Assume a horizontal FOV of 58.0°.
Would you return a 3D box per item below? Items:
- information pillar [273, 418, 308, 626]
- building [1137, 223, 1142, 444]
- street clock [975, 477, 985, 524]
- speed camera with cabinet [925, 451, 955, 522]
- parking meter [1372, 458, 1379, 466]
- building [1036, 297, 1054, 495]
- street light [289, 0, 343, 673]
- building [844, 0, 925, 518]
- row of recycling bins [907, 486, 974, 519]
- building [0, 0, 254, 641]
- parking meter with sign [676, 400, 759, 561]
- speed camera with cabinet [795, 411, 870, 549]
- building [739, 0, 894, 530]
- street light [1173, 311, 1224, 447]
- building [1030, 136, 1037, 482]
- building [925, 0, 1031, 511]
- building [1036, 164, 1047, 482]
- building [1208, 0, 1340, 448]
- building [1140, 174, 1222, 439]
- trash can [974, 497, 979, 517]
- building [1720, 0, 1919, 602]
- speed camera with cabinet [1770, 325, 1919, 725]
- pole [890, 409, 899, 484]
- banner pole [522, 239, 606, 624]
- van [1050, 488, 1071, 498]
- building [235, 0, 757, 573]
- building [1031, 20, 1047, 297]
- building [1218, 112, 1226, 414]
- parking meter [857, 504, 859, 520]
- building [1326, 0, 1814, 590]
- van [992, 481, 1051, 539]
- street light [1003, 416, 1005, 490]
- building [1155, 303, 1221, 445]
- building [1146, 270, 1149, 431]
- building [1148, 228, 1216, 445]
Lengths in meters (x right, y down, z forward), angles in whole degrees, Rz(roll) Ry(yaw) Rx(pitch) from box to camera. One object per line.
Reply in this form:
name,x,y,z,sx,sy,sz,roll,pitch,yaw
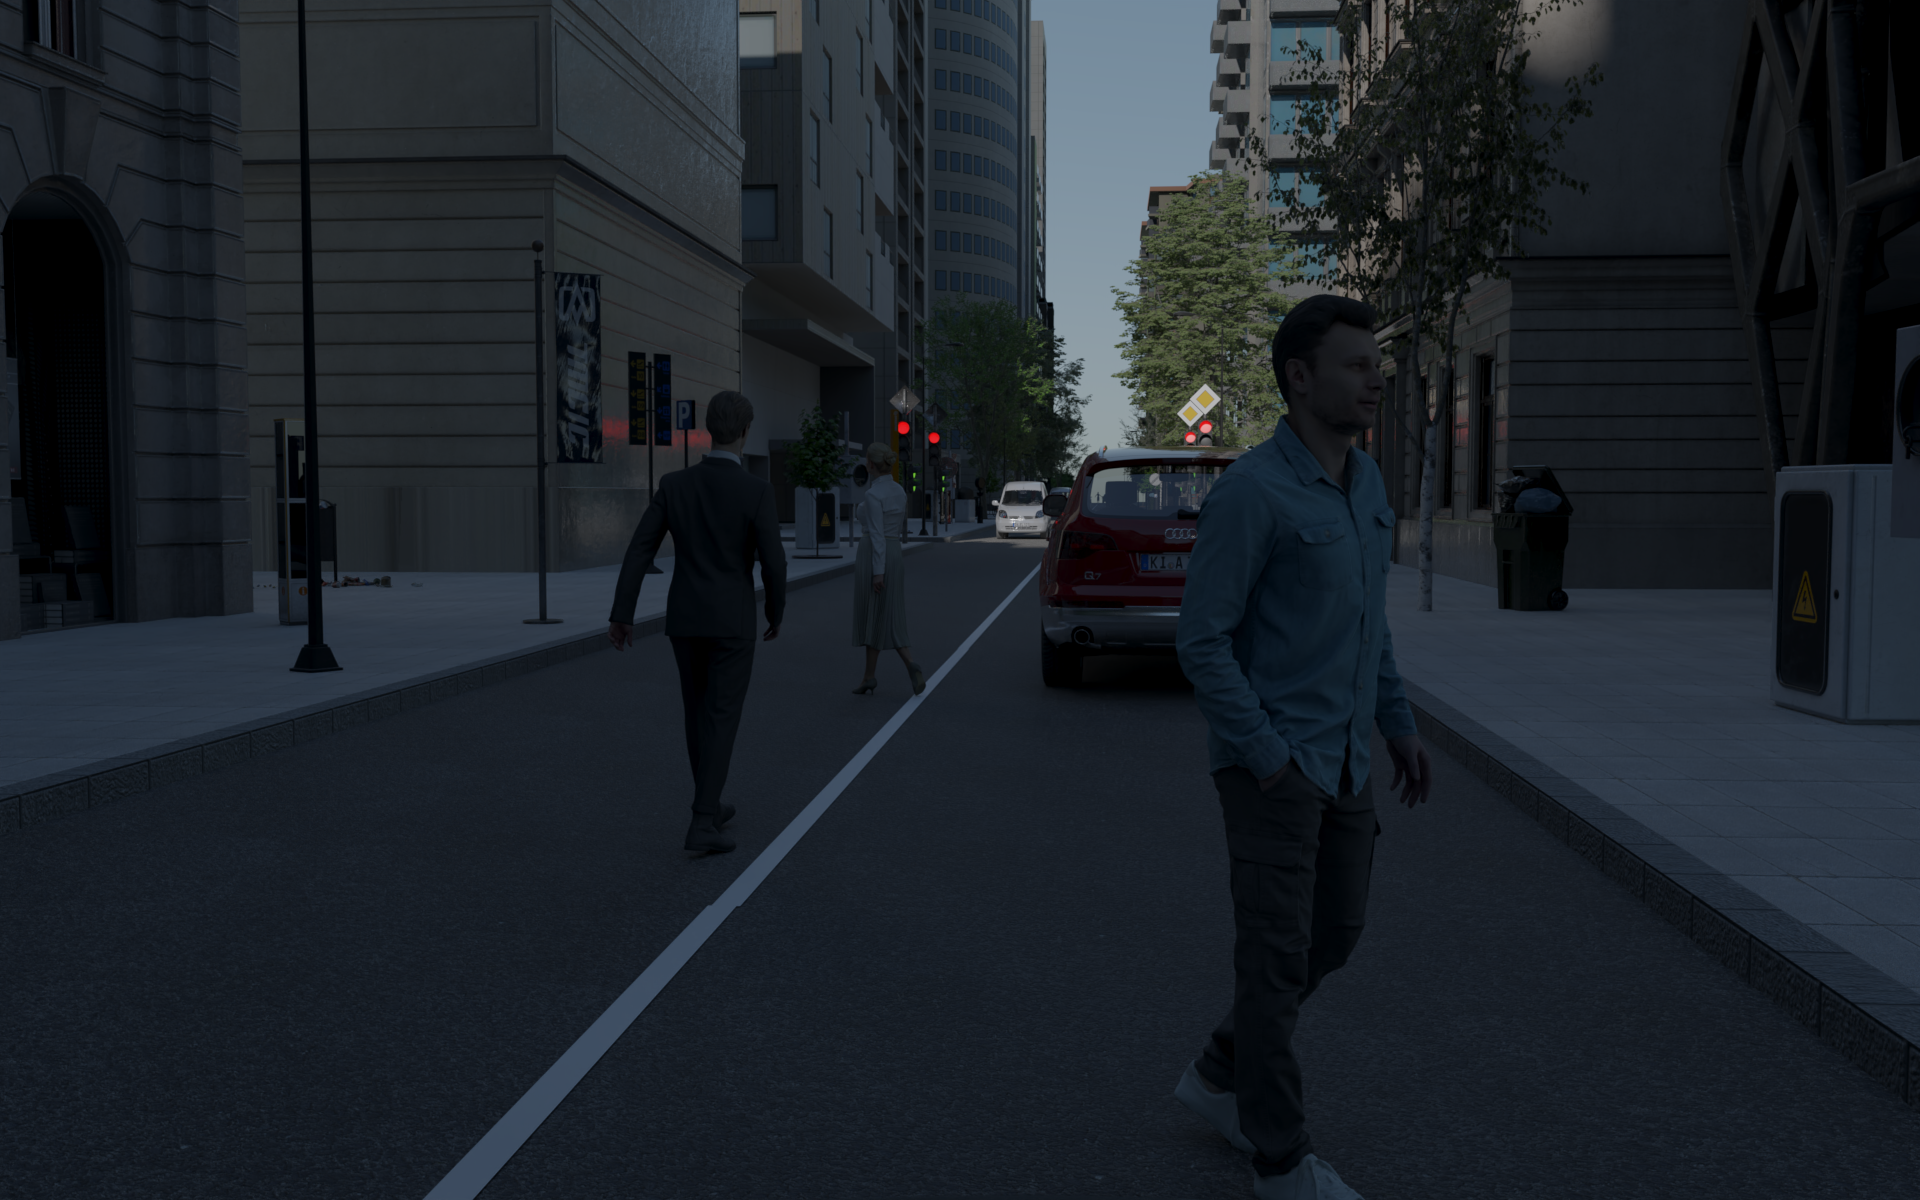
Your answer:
information pillar,-6.501,-0.763,16.975,0.304,2.012,0.304,-3,5,-39
building,38.962,-37.645,270.111,22.147,44.769,28.867,0,4,5
street clock,0.877,-4.339,75.508,0.358,2.002,0.471,3,5,41
speed camera with cabinet,-0.970,-5.213,79.569,0.660,3.252,2.038,-2,4,-30
parking meter,6.568,-1.364,28.017,0.255,1.863,0.399,3,4,39
building,6.405,-29.326,251.180,14.160,30.474,14.107,0,4,5
street light,-4.137,-2.435,12.348,1.470,5.913,1.316,0,4,5
building,-10.513,-40.611,102.241,20.563,71.187,20.611,0,4,5
row of recycling bins,-1.033,-5.152,91.354,3.534,1.692,1.069,0,4,-6
building,-14.488,-10.114,7.164,13.314,21.916,24.055,0,4,5
parking meter with sign,-4.453,-2.231,32.745,1.738,3.016,0.543,-3,5,-40
speed camera with cabinet,-2.998,-2.849,40.909,0.660,3.252,2.038,3,4,38
building,-17.258,-29.291,68.148,28.713,52.752,27.495,0,4,5
street light,6.122,-4.381,44.169,1.470,5.913,1.316,0,4,5
building,1.186,-31.130,192.562,14.154,41.232,14.086,0,4,5
building,-4.140,-38.458,170.791,21.231,58.520,28.212,0,4,5
building,-0.593,-37.265,228.885,23.786,49.044,30.456,0,4,5
building,25.535,-29.156,96.311,23.786,49.044,30.456,0,4,5
building,36.982,-35.849,240.759,22.147,44.769,28.867,0,4,5
trash can,0.728,-5.162,96.046,0.748,1.137,0.748,0,3,0
building,15.598,-8.920,13.287,16.820,18.784,16.811,0,4,5
speed camera with cabinet,5.173,-0.925,9.453,0.660,3.252,2.038,0,4,2
pole,-1.575,-2.931,41.763,0.158,3.312,0.155,0,3,0
banner pole,-3.947,-1.665,17.240,0.863,3.779,0.401,-2,4,-28
van,6.397,-6.294,109.918,2.013,2.044,4.112,0,4,5
building,-20.098,-12.396,35.960,30.059,22.955,16.112,0,4,5
building,5.135,-50.755,268.098,20.563,71.187,20.611,0,4,5
building,34.286,-27.558,142.450,32.217,40.220,23.993,0,4,5
parking meter,-4.897,-4.698,85.229,0.372,1.533,0.369,0,3,0
building,12.762,-10.212,31.595,10.561,19.102,19.286,0,4,5
van,2.085,-3.018,56.348,2.013,2.044,4.112,0,4,5
street light,2.989,-7.537,95.778,1.470,5.913,1.316,0,4,5
building,33.537,-19.918,170.703,27.650,21.520,28.899,0,4,5
building,30.709,-27.408,219.814,14.160,30.474,14.107,0,4,5
building,28.525,-25.730,192.393,14.160,30.474,14.107,0,4,5
